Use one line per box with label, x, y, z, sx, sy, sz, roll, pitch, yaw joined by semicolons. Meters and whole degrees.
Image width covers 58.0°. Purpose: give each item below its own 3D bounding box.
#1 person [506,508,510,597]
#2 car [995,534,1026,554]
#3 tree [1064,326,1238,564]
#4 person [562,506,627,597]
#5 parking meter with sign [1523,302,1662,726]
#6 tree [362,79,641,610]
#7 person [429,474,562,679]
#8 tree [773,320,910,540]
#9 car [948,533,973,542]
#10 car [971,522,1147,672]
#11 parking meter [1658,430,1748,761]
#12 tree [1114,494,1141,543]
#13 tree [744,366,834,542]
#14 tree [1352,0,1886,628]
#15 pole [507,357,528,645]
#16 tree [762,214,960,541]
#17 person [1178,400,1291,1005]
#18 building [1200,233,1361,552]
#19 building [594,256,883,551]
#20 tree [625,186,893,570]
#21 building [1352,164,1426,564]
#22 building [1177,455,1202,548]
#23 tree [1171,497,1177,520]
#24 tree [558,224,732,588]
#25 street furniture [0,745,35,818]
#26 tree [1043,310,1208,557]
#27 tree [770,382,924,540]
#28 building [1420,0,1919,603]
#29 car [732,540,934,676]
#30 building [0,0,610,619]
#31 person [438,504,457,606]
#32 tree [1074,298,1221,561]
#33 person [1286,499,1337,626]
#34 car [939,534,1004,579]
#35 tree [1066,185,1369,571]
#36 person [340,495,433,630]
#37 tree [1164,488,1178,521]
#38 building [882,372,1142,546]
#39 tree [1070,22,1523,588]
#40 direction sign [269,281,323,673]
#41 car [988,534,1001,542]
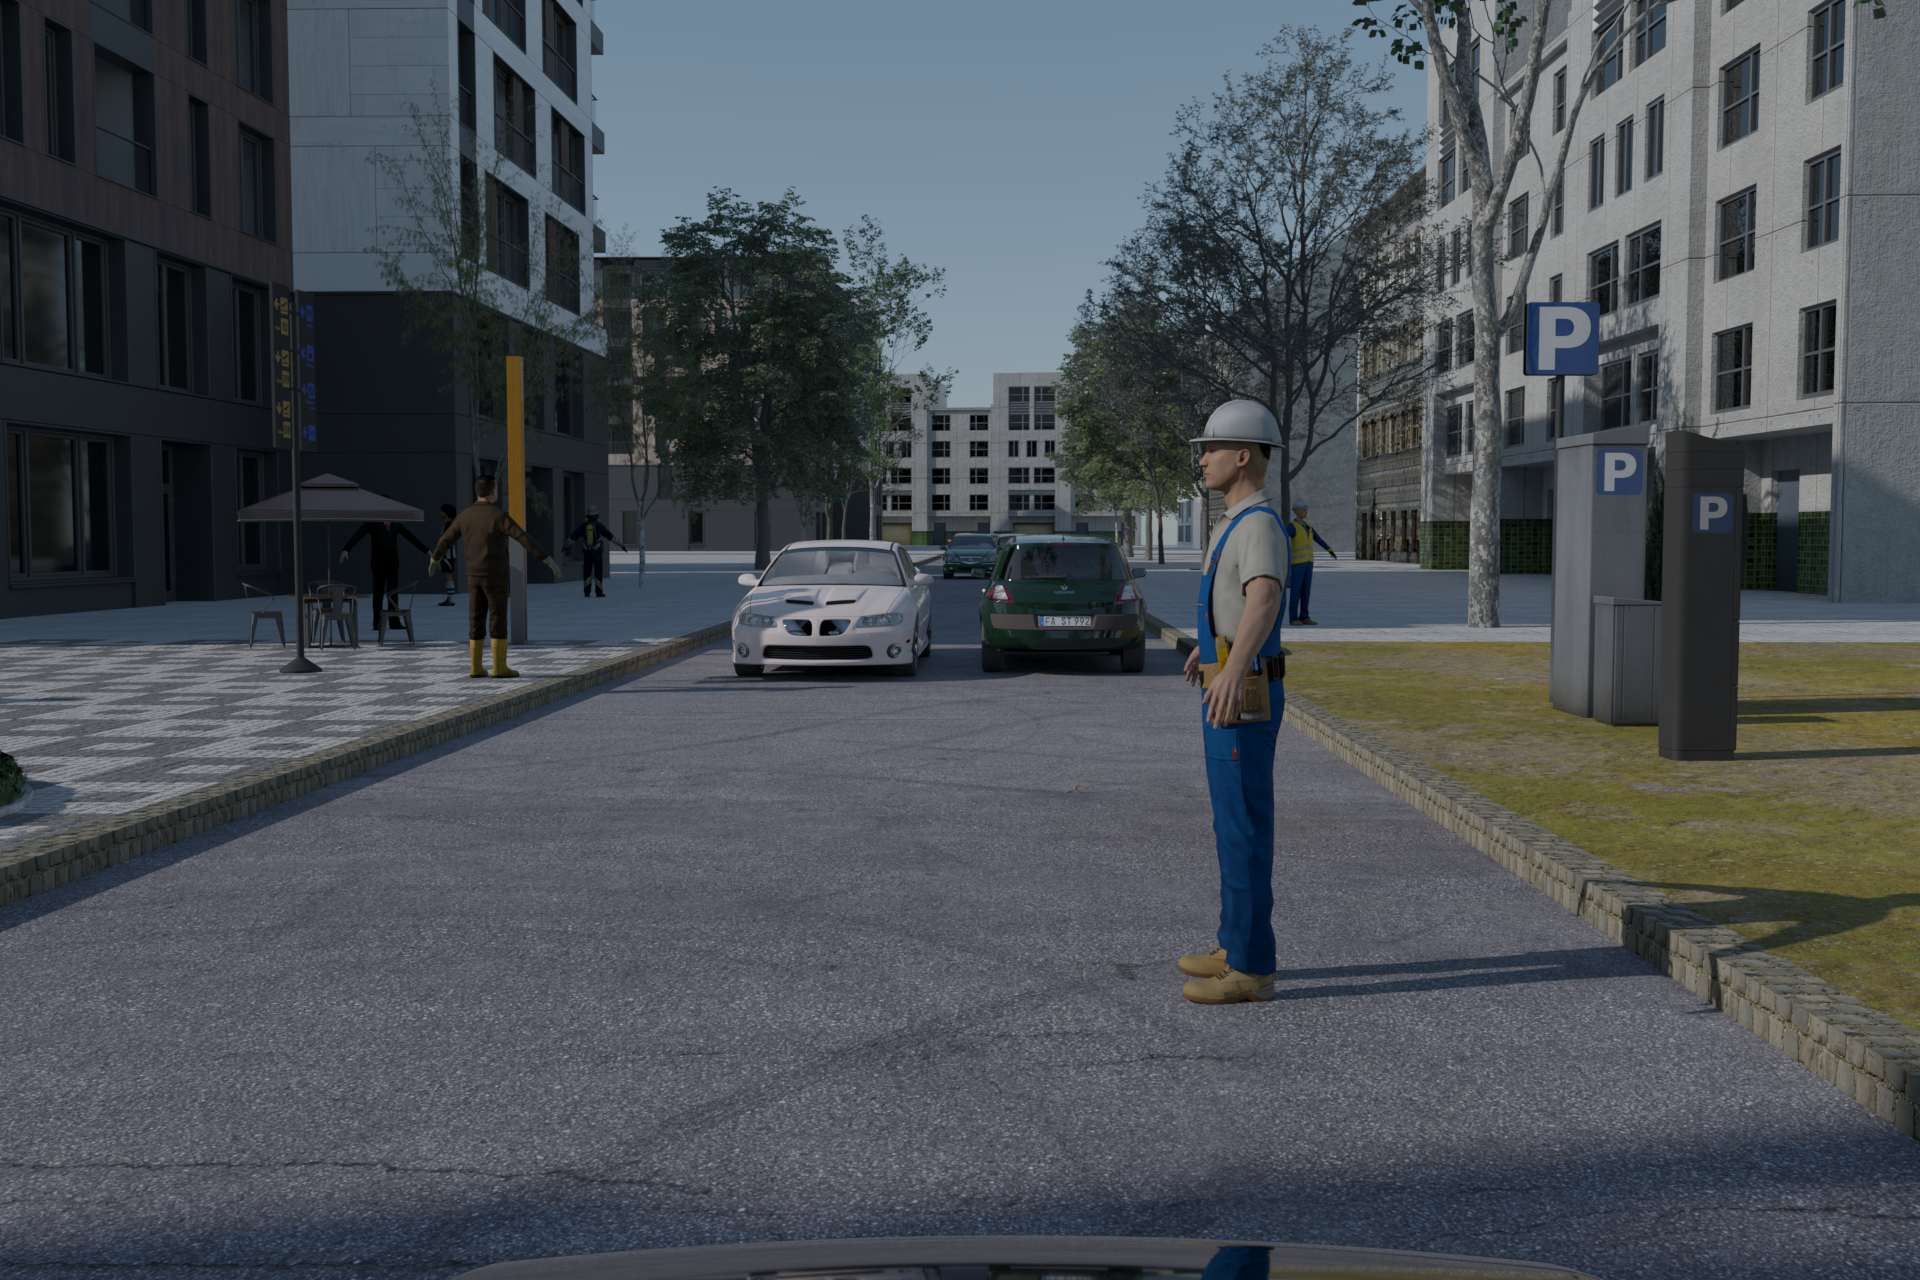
person;-9.122;-1.791;35.253;0.705;1.833;1.349;1;4;11
car;2.044;-3.475;67.040;2.015;1.641;3.980;0;4;0
tree;8.619;-8.514;73.611;8.767;10.594;7.601;0;4;5
person;-7.457;-1.801;35.225;1.354;1.856;0.705;0;4;4
parking meter with sign;4.529;-0.981;12.293;0.543;3.016;1.738;0;3;0
tree;-8.260;-4.810;29.014;4.360;8.622;3.978;0;3;0
person;-4.193;-0.569;15.443;1.346;1.812;0.704;1;4;18
tree;-6.327;-9.697;84.297;9.928;11.665;9.643;0;3;0
car;0.347;-5.789;103.688;2.155;1.783;4.494;0;4;2
car;1.114;-0.586;19.363;2.009;1.686;4.222;0;4;2
parking meter;4.230;-0.254;9.858;0.399;1.863;0.255;0;4;0
tree;9.771;-9.482;105.388;4.737;8.622;4.395;0;3;0
tree;-6.465;-7.540;73.645;4.360;8.622;3.978;0;3;0
tree;6.771;-10.149;21.830;12.611;20.169;13.585;0;3;0
pole;-5.121;-1.601;20.027;0.158;3.312;0.155;0;3;0
tree;-6.254;-15.273;105.601;12.611;20.169;13.585;0;3;0
person;0.850;0.177;5.421;0.705;1.847;1.347;0;4;5
building;28.562;-18.301;130.152;19.493;23.208;18.063;0;4;1
building;-21.275;-18.355;144.086;27.936;21.610;32.646;0;4;1
tree;-7.242;-9.527;62.425;9.857;13.997;8.962;0;3;0
building;28.933;-15.063;77.214;19.493;23.208;18.063;0;4;2
building;25.150;-12.946;153.810;9.099;9.664;28.070;0;4;1
tree;25.526;-14.836;192.928;4.360;8.622;3.978;0;3;0
tree;-7.694;-5.581;41.606;4.360;8.622;3.978;0;3;0
street furniture;-7.612;0.674;4.612;5.734;0.657;10.072;1;4;16
tree;9.236;-11.530;95.164;9.857;13.997;8.962;0;3;0
tree;-6.376;-9.771;94.168;8.767;10.594;7.601;-1;4;-11
building;25.004;-11.061;47.312;16.747;18.905;31.486;0;4;1
car;-1.304;-0.404;18.967;2.083;1.381;4.827;0;4;2
building;-24.675;-11.653;34.500;27.936;21.610;32.646;0;4;2
person;-9.169;-1.514;30.906;0.704;1.843;1.345;-1;4;-19
tree;9.165;-10.123;83.636;7.486;12.596;7.792;0;3;0
person;4.849;-1.093;24.335;1.216;1.772;0.721;-3;4;-37
car;0.412;-2.747;56.710;2.131;1.459;4.920;0;4;2
tree;8.631;-9.208;60.919;12.009;13.543;11.850;0;3;0
person;-7.672;-1.038;23.159;1.347;1.806;0.705;-3;5;-44
tree;25.562;-15.187;198.670;4.360;8.622;3.978;0;3;0
building;4.670;-20.060;196.890;31.486;18.905;16.747;0;4;7
tree;7.883;-7.998;41.133;12.009;13.543;11.850;0;3;0
direction sign;-6.138;-1.469;16.022;0.379;3.537;0.876;0;4;3
car;1.681;-5.133;95.729;2.131;1.459;4.920;0;4;1
